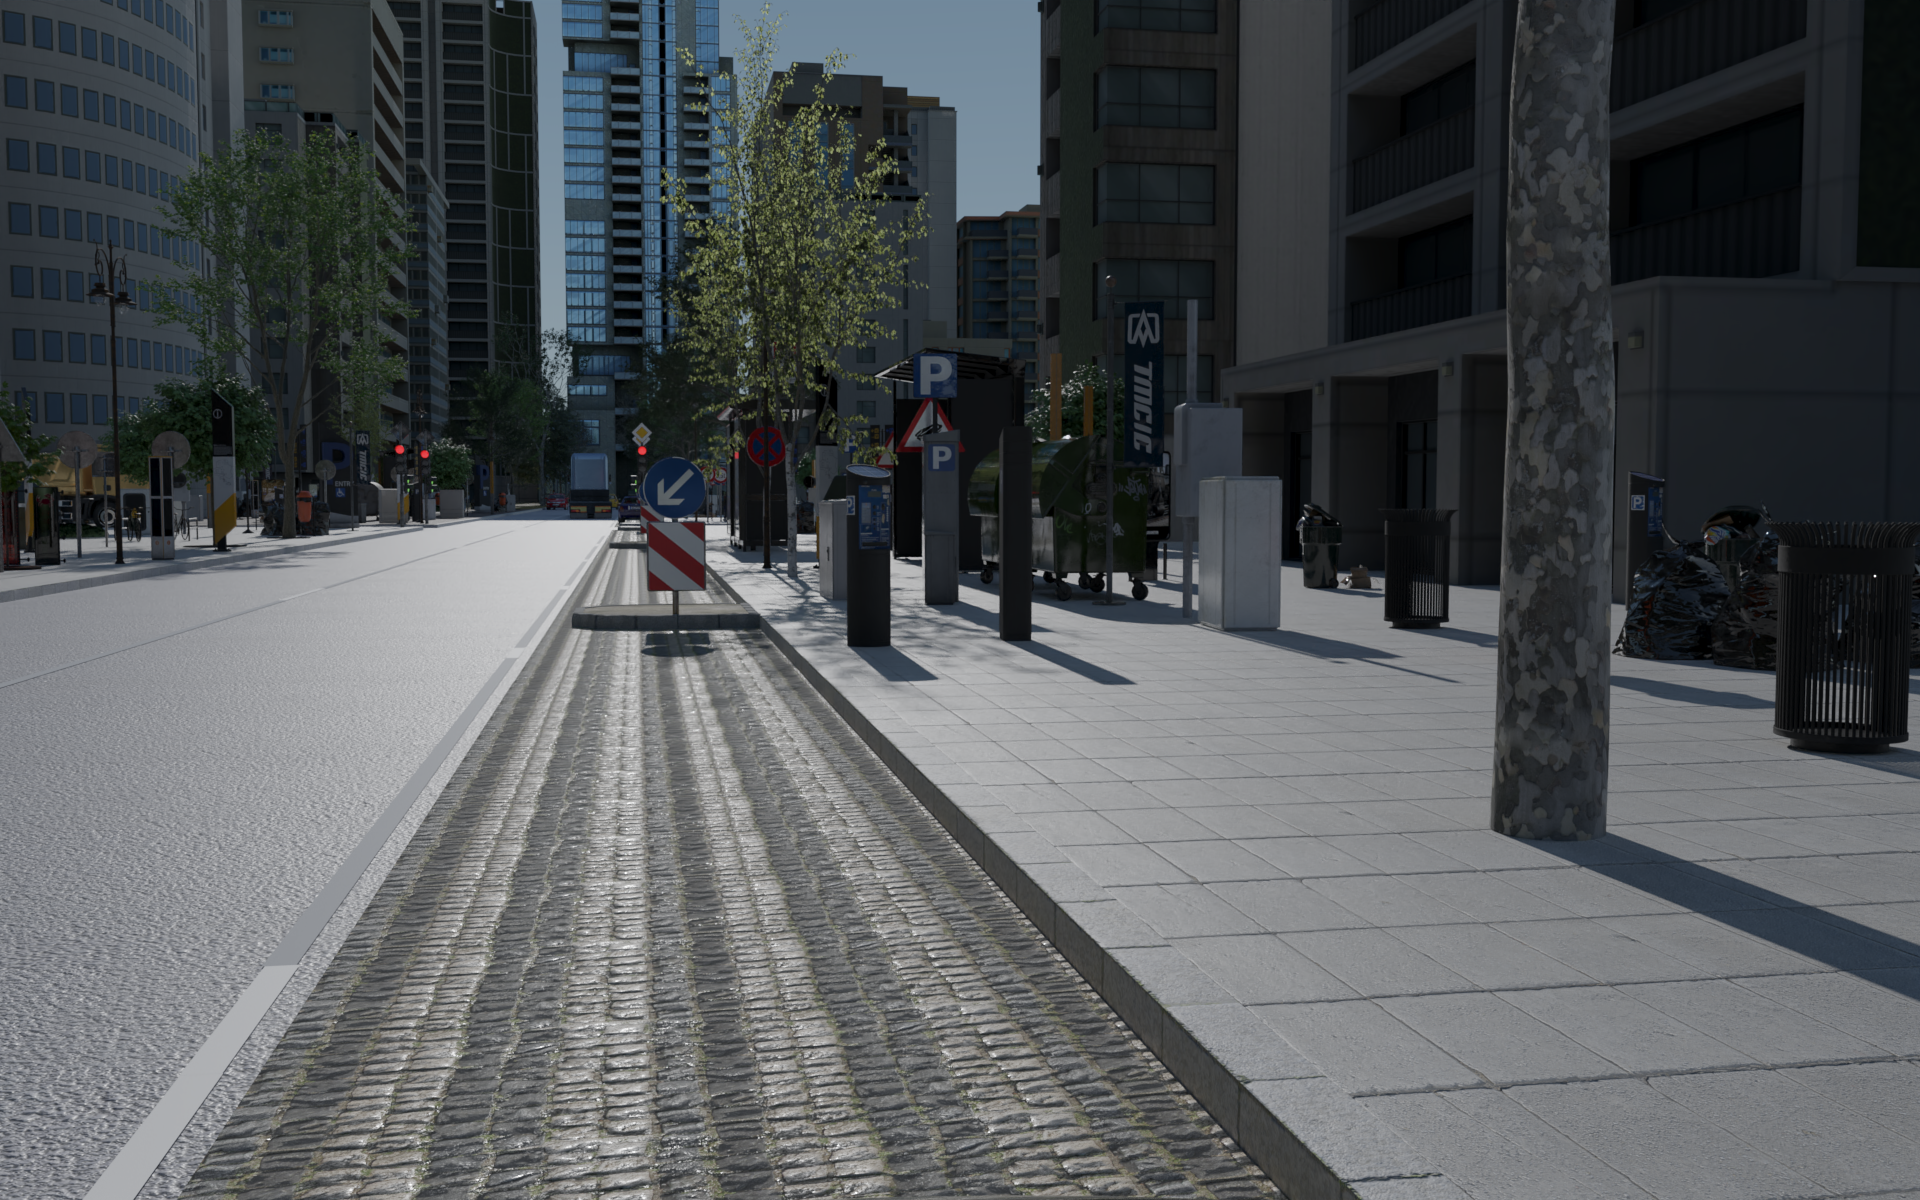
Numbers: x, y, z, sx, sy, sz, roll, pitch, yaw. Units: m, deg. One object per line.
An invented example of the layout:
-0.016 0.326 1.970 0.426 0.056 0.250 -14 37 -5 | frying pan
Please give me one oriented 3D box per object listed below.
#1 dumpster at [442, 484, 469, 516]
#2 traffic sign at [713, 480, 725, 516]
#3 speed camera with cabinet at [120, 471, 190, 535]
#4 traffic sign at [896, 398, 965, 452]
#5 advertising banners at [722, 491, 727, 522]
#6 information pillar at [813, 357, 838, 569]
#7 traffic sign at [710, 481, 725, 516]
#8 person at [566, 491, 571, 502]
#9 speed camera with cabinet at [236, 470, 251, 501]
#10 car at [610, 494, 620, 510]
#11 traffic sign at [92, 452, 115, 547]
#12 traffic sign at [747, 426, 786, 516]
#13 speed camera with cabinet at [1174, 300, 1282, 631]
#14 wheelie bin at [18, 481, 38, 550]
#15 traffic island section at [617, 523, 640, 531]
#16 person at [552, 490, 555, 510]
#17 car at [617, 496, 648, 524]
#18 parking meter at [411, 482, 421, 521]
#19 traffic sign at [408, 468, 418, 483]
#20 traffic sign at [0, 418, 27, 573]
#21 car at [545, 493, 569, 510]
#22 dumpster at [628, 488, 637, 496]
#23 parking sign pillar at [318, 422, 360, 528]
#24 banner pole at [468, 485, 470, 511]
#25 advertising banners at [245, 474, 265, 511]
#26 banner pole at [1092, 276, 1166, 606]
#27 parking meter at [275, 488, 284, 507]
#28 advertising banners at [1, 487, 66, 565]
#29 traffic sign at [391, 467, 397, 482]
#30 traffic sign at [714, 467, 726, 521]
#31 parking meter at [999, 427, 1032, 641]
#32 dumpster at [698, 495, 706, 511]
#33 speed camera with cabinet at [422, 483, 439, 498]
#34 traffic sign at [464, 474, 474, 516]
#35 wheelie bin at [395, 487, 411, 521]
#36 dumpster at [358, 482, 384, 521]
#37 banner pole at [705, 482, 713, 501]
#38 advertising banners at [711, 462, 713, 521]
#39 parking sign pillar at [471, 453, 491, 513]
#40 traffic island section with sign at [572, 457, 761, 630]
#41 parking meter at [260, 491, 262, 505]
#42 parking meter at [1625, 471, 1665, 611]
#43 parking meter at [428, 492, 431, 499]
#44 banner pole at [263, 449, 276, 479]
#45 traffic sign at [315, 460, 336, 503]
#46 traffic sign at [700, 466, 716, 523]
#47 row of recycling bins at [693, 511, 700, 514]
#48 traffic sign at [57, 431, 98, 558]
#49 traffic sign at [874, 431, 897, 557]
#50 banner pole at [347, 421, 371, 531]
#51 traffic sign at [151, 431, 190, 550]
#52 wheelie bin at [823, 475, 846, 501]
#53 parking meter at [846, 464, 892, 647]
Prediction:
-29.561 -6.043 101.293 1.502 2.255 1.985 -1 4 -11 | dumpster
-14.226 -6.257 102.406 0.768 2.556 0.104 0 4 -2 | traffic sign
-25.523 -3.701 54.853 2.038 3.252 0.660 -1 4 -22 | speed camera with cabinet
-0.378 -1.345 21.992 0.884 2.594 0.081 -1 4 -8 | traffic sign
-10.608 -5.118 79.871 0.090 3.025 2.074 -2 4 -25 | advertising banners
-2.305 -2.355 29.858 0.183 3.616 0.504 3 4 38 | information pillar
-14.448 -6.311 103.184 0.884 2.594 0.081 -1 4 -9 | traffic sign
-43.330 -11.265 192.689 1.348 1.823 0.705 1 4 10 | person
-43.071 -6.712 104.071 0.660 3.252 2.038 0 4 -4 | speed camera with cabinet
-32.460 -9.174 160.223 2.015 1.641 3.980 -1 4 -10 | car
-20.615 -2.426 41.788 0.606 2.300 0.079 0 4 -8 | traffic sign
-3.604 -1.979 32.466 0.768 2.556 0.104 0 4 -1 | traffic sign
2.625 -1.391 17.075 0.660 3.252 2.038 0 4 -6 | speed camera with cabinet
-21.726 -1.972 40.156 0.980 1.594 0.693 -2 4 -31 | wheelie bin
-12.467 -2.811 68.239 2.009 0.180 2.903 -1 4 -11 | traffic island section
-37.585 -9.278 160.175 0.705 1.826 1.348 0 4 -8 | person
-15.827 -4.418 84.813 1.945 1.354 3.894 -1 4 -9 | car
-25.552 -4.626 81.349 0.255 1.863 0.399 3 5 44 | parking meter
-26.510 -5.135 84.057 0.768 2.556 0.104 0 4 -2 | traffic sign
-15.674 -1.727 28.248 0.884 2.594 0.081 0 4 -1 | traffic sign
-36.580 -9.067 157.282 2.155 1.783 4.494 -1 4 -10 | car
-41.949 -13.410 224.203 1.985 2.255 1.502 -1 4 -9 | dumpster
-23.446 -4.702 65.345 1.447 3.967 1.447 -2 4 -33 | parking sign pillar
-37.481 -8.667 131.715 0.401 3.779 0.863 -3 5 -43 | banner pole
-40.829 -6.374 100.399 2.074 3.025 0.090 2 4 33 | advertising banners
1.949 -1.828 19.903 0.863 3.779 0.401 1 4 20 | banner pole
-28.973 -3.996 73.752 0.372 1.533 0.369 0 3 0 | parking meter
-17.190 -2.141 31.200 2.074 3.025 0.090 0 4 2 | advertising banners
-25.060 -4.729 77.432 0.768 2.556 0.104 0 4 -5 | traffic sign
-11.212 -4.958 81.176 0.768 2.556 0.104 0 4 -4 | traffic sign
0.488 -0.582 15.230 0.255 1.863 0.399 0 4 -5 | parking meter
-16.216 -6.158 106.440 1.264 1.857 1.865 -1 4 -10 | dumpster
-43.587 -9.014 141.707 2.038 3.252 0.660 0 4 2 | speed camera with cabinet
-28.564 -6.132 100.357 0.768 2.556 0.104 0 4 -4 | traffic sign
-26.655 -4.568 82.601 0.980 1.594 0.693 2 4 27 | wheelie bin
-28.136 -4.688 82.403 1.264 1.857 1.865 -1 4 -11 | dumpster
-19.643 -8.873 135.087 0.863 3.779 0.401 -2 4 -27 | banner pole
-11.948 -5.332 83.364 0.090 3.025 2.074 -1 4 -8 | advertising banners
-31.849 -7.765 115.427 1.447 3.967 1.447 1 4 17 | parking sign pillar
-3.266 -0.642 19.129 1.989 1.847 2.006 -1 4 -11 | traffic island section with sign
-44.522 -6.256 110.694 0.372 1.533 0.369 0 3 0 | parking meter
7.507 -0.646 18.975 0.372 1.533 0.369 0 3 0 | parking meter
-33.522 -6.163 109.177 0.372 1.533 0.369 0 3 0 | parking meter
-38.051 -6.461 95.652 0.863 3.779 0.401 -2 4 -30 | banner pole
-23.495 -3.917 64.144 0.768 2.556 0.104 0 4 -2 | traffic sign
-11.361 -4.762 77.964 0.768 2.556 0.104 0 4 -4 | traffic sign
-17.637 -6.383 111.479 1.069 1.692 3.534 -2 4 -29 | row of recycling bins
-17.700 -2.119 34.747 0.768 2.556 0.104 -1 4 -9 | traffic sign
-1.355 -2.165 35.397 0.884 2.594 0.081 -1 4 -10 | traffic sign
-20.777 -4.271 59.841 0.863 3.779 0.401 -1 4 -20 | banner pole
-15.925 -2.132 34.967 0.768 2.556 0.104 0 4 -3 | traffic sign
-1.876 -1.281 28.851 0.980 1.594 0.693 3 5 40 | wheelie bin
-0.771 -0.380 14.631 0.372 1.533 0.369 0 3 0 | parking meter
